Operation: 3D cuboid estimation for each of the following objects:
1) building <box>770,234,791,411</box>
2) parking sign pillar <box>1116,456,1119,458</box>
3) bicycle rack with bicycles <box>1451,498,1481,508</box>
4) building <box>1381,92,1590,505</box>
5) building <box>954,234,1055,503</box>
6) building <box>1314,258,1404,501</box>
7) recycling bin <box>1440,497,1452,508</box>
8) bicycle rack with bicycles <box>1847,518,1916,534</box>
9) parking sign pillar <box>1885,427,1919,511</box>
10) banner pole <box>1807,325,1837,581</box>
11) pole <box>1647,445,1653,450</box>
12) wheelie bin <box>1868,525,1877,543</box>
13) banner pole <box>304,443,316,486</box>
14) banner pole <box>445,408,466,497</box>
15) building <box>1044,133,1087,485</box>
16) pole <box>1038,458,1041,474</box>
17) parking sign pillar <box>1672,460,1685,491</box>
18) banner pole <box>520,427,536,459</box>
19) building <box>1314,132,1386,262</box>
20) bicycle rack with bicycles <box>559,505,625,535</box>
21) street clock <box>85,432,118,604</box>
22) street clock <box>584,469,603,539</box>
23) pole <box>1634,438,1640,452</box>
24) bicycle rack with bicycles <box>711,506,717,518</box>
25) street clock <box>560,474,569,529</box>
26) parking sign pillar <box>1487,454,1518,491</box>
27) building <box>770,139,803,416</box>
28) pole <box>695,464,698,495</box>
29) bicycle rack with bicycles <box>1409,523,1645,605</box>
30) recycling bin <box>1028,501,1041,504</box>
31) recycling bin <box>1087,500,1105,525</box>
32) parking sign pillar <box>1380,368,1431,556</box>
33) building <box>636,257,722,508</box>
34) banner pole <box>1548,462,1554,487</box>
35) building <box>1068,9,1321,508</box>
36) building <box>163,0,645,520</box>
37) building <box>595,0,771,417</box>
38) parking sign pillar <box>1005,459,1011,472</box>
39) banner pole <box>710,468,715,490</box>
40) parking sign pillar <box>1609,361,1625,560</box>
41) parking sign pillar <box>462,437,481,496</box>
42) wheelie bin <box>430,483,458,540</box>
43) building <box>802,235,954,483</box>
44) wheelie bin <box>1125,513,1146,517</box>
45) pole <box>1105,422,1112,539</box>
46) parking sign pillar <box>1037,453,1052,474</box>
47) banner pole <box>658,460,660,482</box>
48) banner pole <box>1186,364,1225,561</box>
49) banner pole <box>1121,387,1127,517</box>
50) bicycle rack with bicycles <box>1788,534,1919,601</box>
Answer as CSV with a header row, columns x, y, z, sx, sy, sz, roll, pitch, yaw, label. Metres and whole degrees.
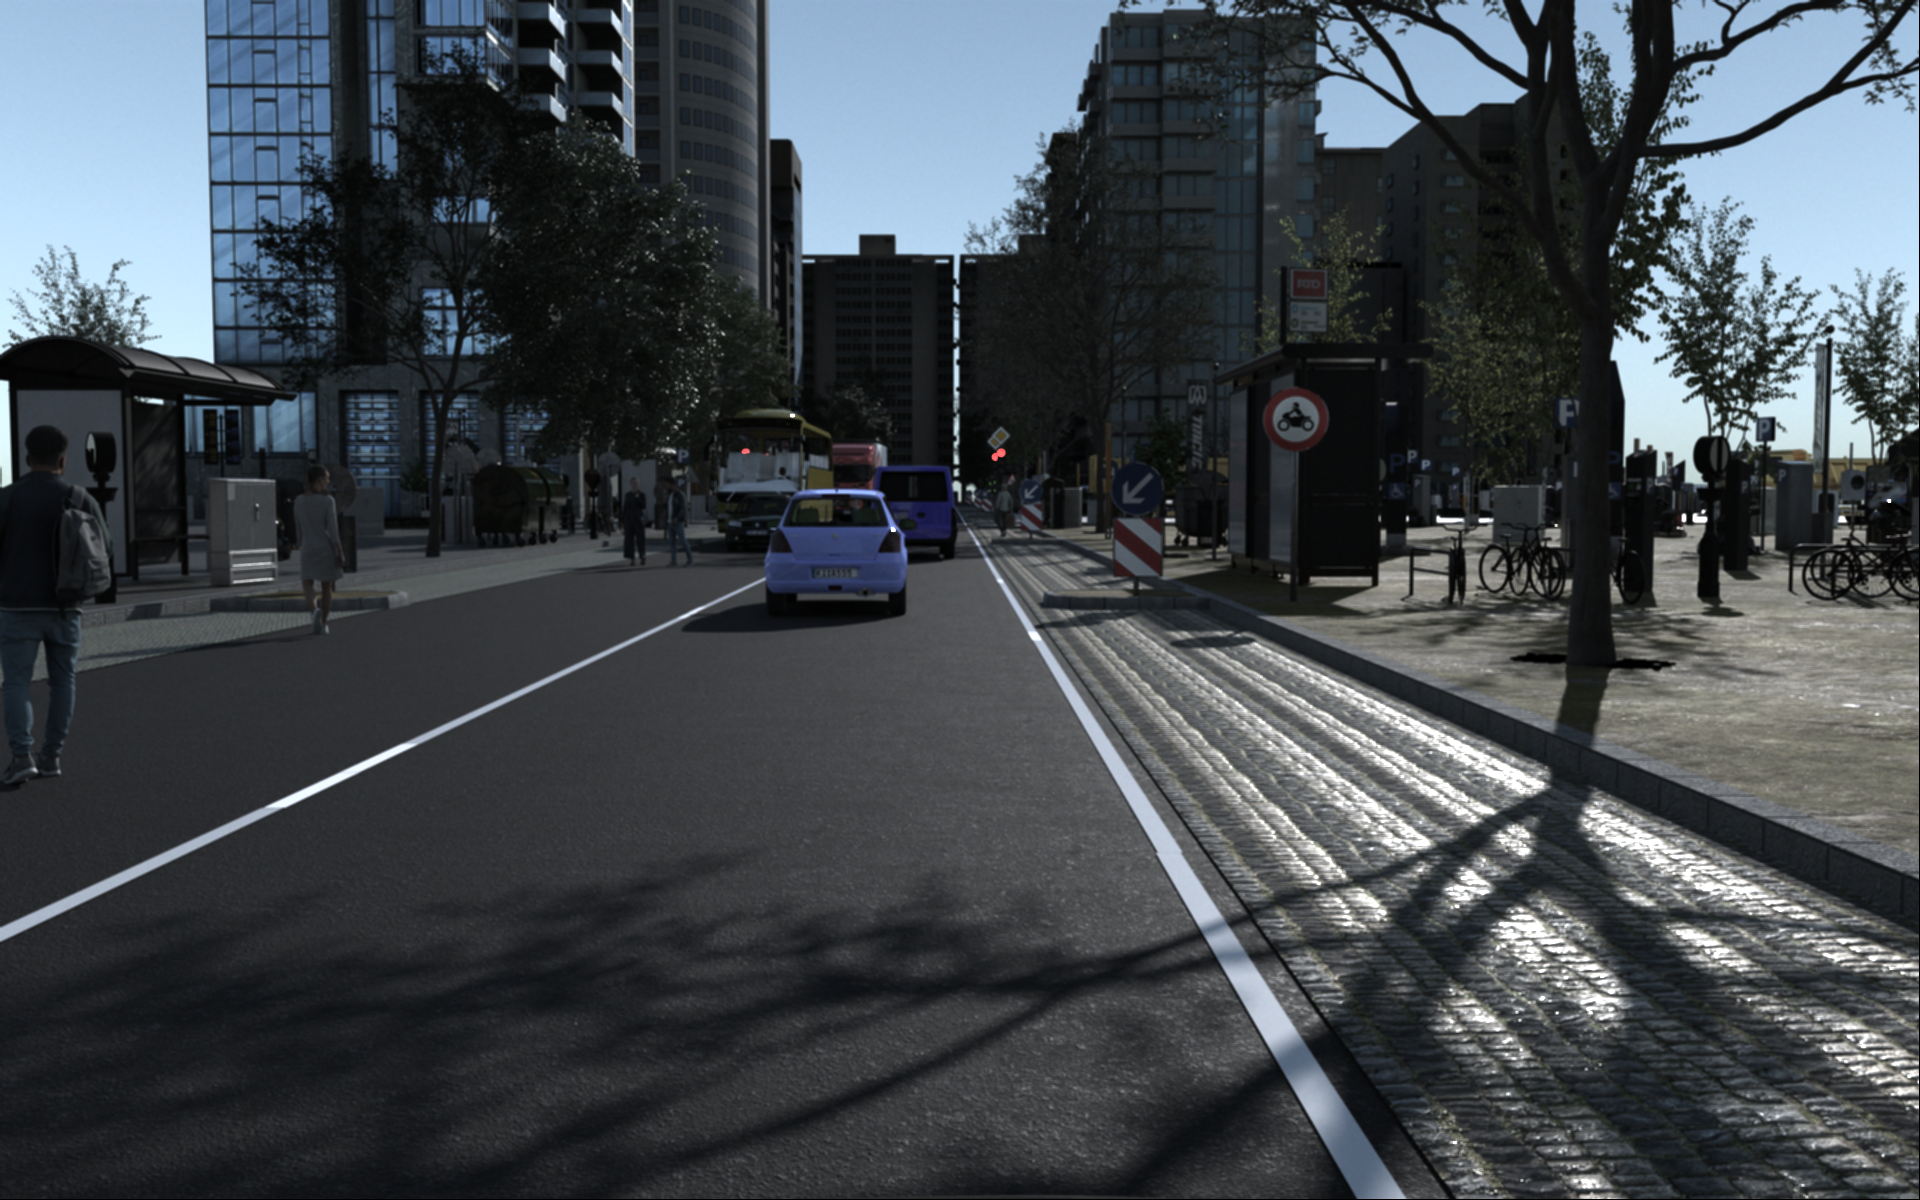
x,y,z,sx,sy,sz,roll,pitch,yaw,label
-26.247,-25.632,190.790,14.160,30.474,14.107,0,4,0,building
11.590,-8.167,121.999,1.447,3.967,1.447,1,4,17,parking sign pillar
42.625,-8.238,148.070,2.852,0.926,2.925,3,4,38,bicycle rack with bicycles
64.571,-35.987,212.083,21.600,48.544,21.300,0,4,0,building
11.481,-34.862,261.868,23.993,40.220,32.217,0,4,0,building
46.497,-27.184,216.163,14.107,30.474,14.160,0,4,0,building
42.252,-8.438,150.523,0.722,1.027,0.722,-3,4,-36,recycling bin
33.413,-2.952,61.654,2.852,0.926,2.925,3,5,39,bicycle rack with bicycles
36.028,-4.745,66.046,1.447,3.967,1.447,1,4,8,parking sign pillar
12.708,-2.173,25.549,0.401,3.779,0.863,3,5,42,banner pole
28.771,-4.800,72.322,0.158,3.312,0.155,0,3,0,pole
24.442,-2.325,45.919,0.693,1.594,0.980,1,4,8,wheelie bin
-31.788,-5.789,84.670,0.401,3.779,0.863,2,4,34,banner pole
-14.567,-3.683,50.229,0.863,3.779,0.401,-3,5,-43,banner pole
21.386,-33.809,207.402,22.147,44.769,28.867,0,4,0,building
4.434,-6.292,96.716,0.158,3.312,0.155,0,3,0,pole
56.144,-9.019,135.934,1.447,3.967,1.447,0,4,5,parking sign pillar
-16.193,-4.566,64.669,0.863,3.779,0.401,1,4,11,banner pole
60.128,-41.062,260.600,27.495,52.752,28.713,0,4,0,building
-11.719,-2.560,55.238,2.852,0.926,2.925,-2,4,-25,bicycle rack with bicycles
-10.056,-0.963,20.316,0.358,2.002,0.471,-3,5,-40,street clock
-10.433,-2.738,49.335,0.471,2.002,0.358,0,4,4,street clock
24.809,-4.264,63.563,0.158,3.312,0.155,0,3,0,pole
-11.782,-4.801,91.877,2.925,0.926,2.852,0,4,0,bicycle rack with bicycles
-14.593,-3.627,63.877,0.358,2.002,0.471,-2,4,-30,street clock
36.522,-7.847,116.763,1.447,3.967,1.447,3,4,36,parking sign pillar
-27.200,-34.530,214.683,14.200,45.320,14.600,0,4,0,building
-15.110,-6.452,99.328,0.158,3.312,0.155,0,3,0,pole
6.749,-0.482,21.256,2.852,0.926,2.925,0,4,1,bicycle rack with bicycles
3.757,-4.492,86.001,0.722,1.027,0.722,0,4,-4,recycling bin
5.702,-3.575,71.010,0.722,1.027,0.722,-3,5,-45,recycling bin
9.225,-2.940,36.539,1.447,3.967,1.447,1,4,14,parking sign pillar
-34.891,-18.030,139.823,27.650,21.520,28.899,0,4,0,building
46.461,-8.949,136.336,0.401,3.779,0.863,-1,4,-15,banner pole
23.559,-34.092,177.012,23.786,49.044,30.456,0,4,0,building
-30.414,-48.154,99.993,22.319,86.520,31.000,0,4,0,building
-30.395,-38.335,168.781,21.231,58.520,28.212,0,4,0,building
3.700,-8.838,132.976,1.447,3.967,1.447,0,4,2,parking sign pillar
-19.238,-8.905,135.610,0.863,3.779,0.401,1,4,18,banner pole
12.889,-2.813,34.468,1.447,3.967,1.447,1,4,13,parking sign pillar
-22.771,-5.676,81.275,1.447,3.967,1.447,2,4,30,parking sign pillar
-14.340,-2.467,48.238,0.693,1.594,0.980,-3,4,-36,wheelie bin
-12.515,-34.886,262.265,23.993,40.220,32.217,0,4,0,building
6.057,-3.162,59.600,0.693,1.594,0.980,-3,4,-38,wheelie bin
4.227,-3.393,49.311,0.158,3.312,0.155,0,3,0,pole
5.213,-7.224,106.577,1.447,3.967,1.447,-1,4,-20,parking sign pillar
-14.621,-5.638,82.199,0.863,3.779,0.401,-1,4,-21,banner pole
4.698,-2.647,33.296,0.863,3.779,0.401,-1,4,-20,banner pole
3.839,-3.088,40.503,0.401,3.779,0.863,0,4,-1,banner pole
11.802,-0.506,21.653,2.925,0.926,2.852,1,4,11,bicycle rack with bicycles
